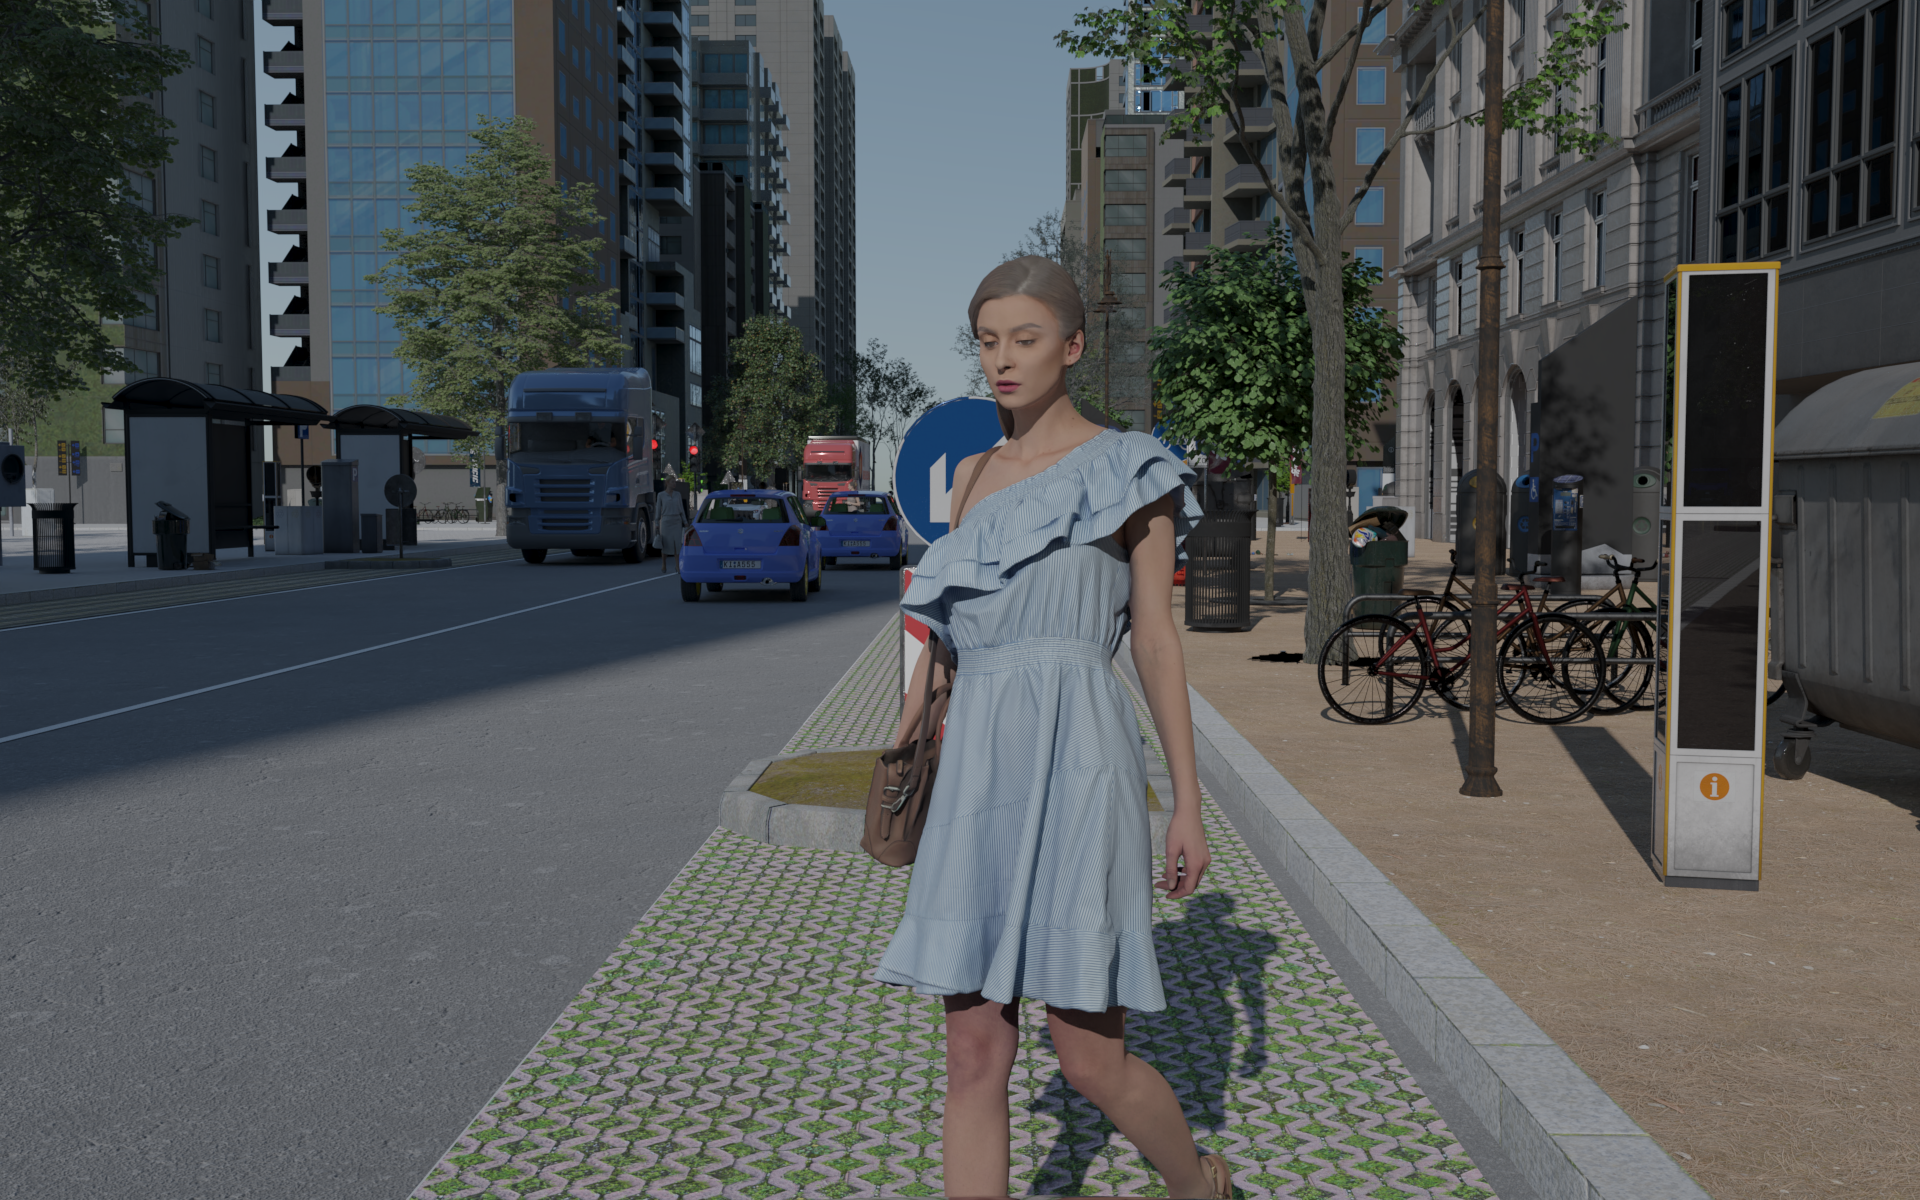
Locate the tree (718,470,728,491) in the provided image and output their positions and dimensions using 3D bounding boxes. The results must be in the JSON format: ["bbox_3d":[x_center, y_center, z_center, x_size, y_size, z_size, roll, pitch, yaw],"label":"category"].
[{"bbox_3d":[-19.234,-8.854,139.365,1.663,3.219,1.824,0,3,0],"label":"tree"}]

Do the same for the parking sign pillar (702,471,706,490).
[{"bbox_3d":[-21.399,-9.355,141.430,1.447,3.967,1.447,-3,5,-40],"label":"parking sign pillar"}]

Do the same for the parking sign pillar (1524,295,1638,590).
[{"bbox_3d":[8.525,-2.157,23.747,1.447,3.967,1.447,0,4,-1],"label":"parking sign pillar"}]

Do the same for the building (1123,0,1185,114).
[{"bbox_3d":[25.591,-52.953,178.448,22.319,86.520,31.000,0,4,1],"label":"building"}]

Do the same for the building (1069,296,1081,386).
[{"bbox_3d":[22.648,-29.364,251.803,14.160,30.474,14.107,0,4,1],"label":"building"}]

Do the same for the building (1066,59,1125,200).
[{"bbox_3d":[26.066,-52.099,290.062,20.563,71.187,20.611,0,4,1],"label":"building"}]

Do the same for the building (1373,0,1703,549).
[{"bbox_3d":[18.420,-12.044,38.728,13.314,21.916,24.055,0,4,1],"label":"building"}]

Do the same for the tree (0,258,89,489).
[{"bbox_3d":[-30.641,-6.501,56.660,4.360,8.622,3.978,0,3,0],"label":"tree"}]

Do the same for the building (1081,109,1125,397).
[{"bbox_3d":[21.393,-33.785,202.497,14.600,45.320,14.200,0,4,1],"label":"building"}]

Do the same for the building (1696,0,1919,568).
[{"bbox_3d":[17.824,-13.520,14.565,14.314,27.812,24.014,0,4,1],"label":"building"}]

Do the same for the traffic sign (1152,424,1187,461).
[{"bbox_3d":[3.465,-1.703,27.949,0.768,2.556,0.104,0,4,7],"label":"traffic sign"}]

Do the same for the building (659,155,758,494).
[{"bbox_3d":[-25.942,-23.165,150.451,14.160,30.474,14.107,0,4,1],"label":"building"}]

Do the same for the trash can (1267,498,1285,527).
[{"bbox_3d":[12.275,-3.407,67.357,0.748,1.137,0.748,0,3,0],"label":"trash can"}]

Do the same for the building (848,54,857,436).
[{"bbox_3d":[-26.200,-50.552,264.777,20.563,71.187,20.611,0,4,1],"label":"building"}]

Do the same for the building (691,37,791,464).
[{"bbox_3d":[-30.286,-34.685,186.707,23.786,49.044,30.456,0,4,1],"label":"building"}]

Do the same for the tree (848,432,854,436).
[{"bbox_3d":[-11.263,-13.847,176.758,4.360,8.622,3.978,0,3,0],"label":"tree"}]

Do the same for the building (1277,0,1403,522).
[{"bbox_3d":[22.860,-26.267,79.572,14.200,45.320,14.600,0,4,1],"label":"building"}]

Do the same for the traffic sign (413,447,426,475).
[{"bbox_3d":[-14.657,-2.826,46.312,0.768,2.556,0.104,0,4,4],"label":"traffic sign"}]

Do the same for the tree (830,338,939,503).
[{"bbox_3d":[-9.517,-21.520,207.739,12.611,20.169,13.585,0,3,0],"label":"tree"}]

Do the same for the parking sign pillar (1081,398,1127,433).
[{"bbox_3d":[4.063,-3.677,48.590,1.447,3.967,1.447,-1,4,-9],"label":"parking sign pillar"}]

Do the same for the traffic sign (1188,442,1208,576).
[{"bbox_3d":[3.856,-1.531,27.156,0.606,2.300,0.079,0,4,3],"label":"traffic sign"}]

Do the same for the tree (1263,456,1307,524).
[{"bbox_3d":[13.626,-4.841,73.748,1.663,3.219,1.824,0,3,0],"label":"tree"}]

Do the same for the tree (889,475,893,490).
[{"bbox_3d":[-9.062,-16.849,259.188,4.285,4.588,4.351,0,3,0],"label":"tree"}]

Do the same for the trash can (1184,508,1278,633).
[{"bbox_3d":[2.401,-0.274,16.138,0.748,1.137,0.748,0,3,0],"label":"trash can"}]

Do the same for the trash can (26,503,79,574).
[{"bbox_3d":[-14.643,-0.999,27.983,0.748,1.137,0.748,0,3,0],"label":"trash can"}]

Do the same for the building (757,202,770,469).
[{"bbox_3d":[-25.914,-24.027,164.535,14.160,30.474,14.107,0,4,1],"label":"building"}]

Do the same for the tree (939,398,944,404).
[{"bbox_3d":[-7.740,-23.335,237.411,12.611,20.169,13.585,0,3,0],"label":"tree"}]

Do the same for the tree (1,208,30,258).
[{"bbox_3d":[-22.871,-5.481,39.981,4.360,8.622,3.978,0,3,0],"label":"tree"}]

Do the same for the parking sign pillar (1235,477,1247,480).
[{"bbox_3d":[13.525,-5.955,85.835,1.447,3.967,1.447,-1,4,-13],"label":"parking sign pillar"}]

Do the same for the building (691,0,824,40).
[{"bbox_3d":[-27.453,-49.295,244.227,20.563,71.187,20.611,0,4,1],"label":"building"}]

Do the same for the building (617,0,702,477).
[{"bbox_3d":[-29.875,-49.324,119.115,22.319,86.520,31.000,0,4,1],"label":"building"}]

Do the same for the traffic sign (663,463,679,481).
[{"bbox_3d":[-12.010,-4.371,71.464,0.884,2.594,0.081,0,4,3],"label":"traffic sign"}]

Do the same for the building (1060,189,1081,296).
[{"bbox_3d":[26.609,-39.509,269.671,21.300,48.544,21.600,0,4,1],"label":"building"}]

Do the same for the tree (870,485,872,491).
[{"bbox_3d":[-10.139,-11.647,185.032,1.663,3.219,1.824,0,3,0],"label":"tree"}]

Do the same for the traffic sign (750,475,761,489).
[{"bbox_3d":[-13.498,-6.991,114.416,0.768,2.556,0.104,1,4,11],"label":"traffic sign"}]

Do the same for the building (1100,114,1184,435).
[{"bbox_3d":[17.813,-22.220,134.994,14.160,30.474,14.107,0,4,1],"label":"building"}]

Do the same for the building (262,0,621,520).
[{"bbox_3d":[-26.133,-26.889,89.745,14.600,45.320,14.200,0,4,1],"label":"building"}]

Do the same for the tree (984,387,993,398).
[{"bbox_3d":[6.243,-15.291,156.661,9.857,13.997,8.962,0,3,0],"label":"tree"}]

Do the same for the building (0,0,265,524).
[{"bbox_3d":[-42.153,-24.238,79.886,14.086,41.232,14.154,0,4,1],"label":"building"}]

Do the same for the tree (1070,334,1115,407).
[{"bbox_3d":[5.514,-11.238,101.870,7.486,12.596,7.792,0,3,0],"label":"tree"}]

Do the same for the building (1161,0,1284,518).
[{"bbox_3d":[23.777,-27.480,103.919,22.147,44.769,28.867,0,4,1],"label":"building"}]

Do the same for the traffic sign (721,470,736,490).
[{"bbox_3d":[-12.245,-5.612,91.753,0.884,2.594,0.081,0,4,7],"label":"traffic sign"}]
